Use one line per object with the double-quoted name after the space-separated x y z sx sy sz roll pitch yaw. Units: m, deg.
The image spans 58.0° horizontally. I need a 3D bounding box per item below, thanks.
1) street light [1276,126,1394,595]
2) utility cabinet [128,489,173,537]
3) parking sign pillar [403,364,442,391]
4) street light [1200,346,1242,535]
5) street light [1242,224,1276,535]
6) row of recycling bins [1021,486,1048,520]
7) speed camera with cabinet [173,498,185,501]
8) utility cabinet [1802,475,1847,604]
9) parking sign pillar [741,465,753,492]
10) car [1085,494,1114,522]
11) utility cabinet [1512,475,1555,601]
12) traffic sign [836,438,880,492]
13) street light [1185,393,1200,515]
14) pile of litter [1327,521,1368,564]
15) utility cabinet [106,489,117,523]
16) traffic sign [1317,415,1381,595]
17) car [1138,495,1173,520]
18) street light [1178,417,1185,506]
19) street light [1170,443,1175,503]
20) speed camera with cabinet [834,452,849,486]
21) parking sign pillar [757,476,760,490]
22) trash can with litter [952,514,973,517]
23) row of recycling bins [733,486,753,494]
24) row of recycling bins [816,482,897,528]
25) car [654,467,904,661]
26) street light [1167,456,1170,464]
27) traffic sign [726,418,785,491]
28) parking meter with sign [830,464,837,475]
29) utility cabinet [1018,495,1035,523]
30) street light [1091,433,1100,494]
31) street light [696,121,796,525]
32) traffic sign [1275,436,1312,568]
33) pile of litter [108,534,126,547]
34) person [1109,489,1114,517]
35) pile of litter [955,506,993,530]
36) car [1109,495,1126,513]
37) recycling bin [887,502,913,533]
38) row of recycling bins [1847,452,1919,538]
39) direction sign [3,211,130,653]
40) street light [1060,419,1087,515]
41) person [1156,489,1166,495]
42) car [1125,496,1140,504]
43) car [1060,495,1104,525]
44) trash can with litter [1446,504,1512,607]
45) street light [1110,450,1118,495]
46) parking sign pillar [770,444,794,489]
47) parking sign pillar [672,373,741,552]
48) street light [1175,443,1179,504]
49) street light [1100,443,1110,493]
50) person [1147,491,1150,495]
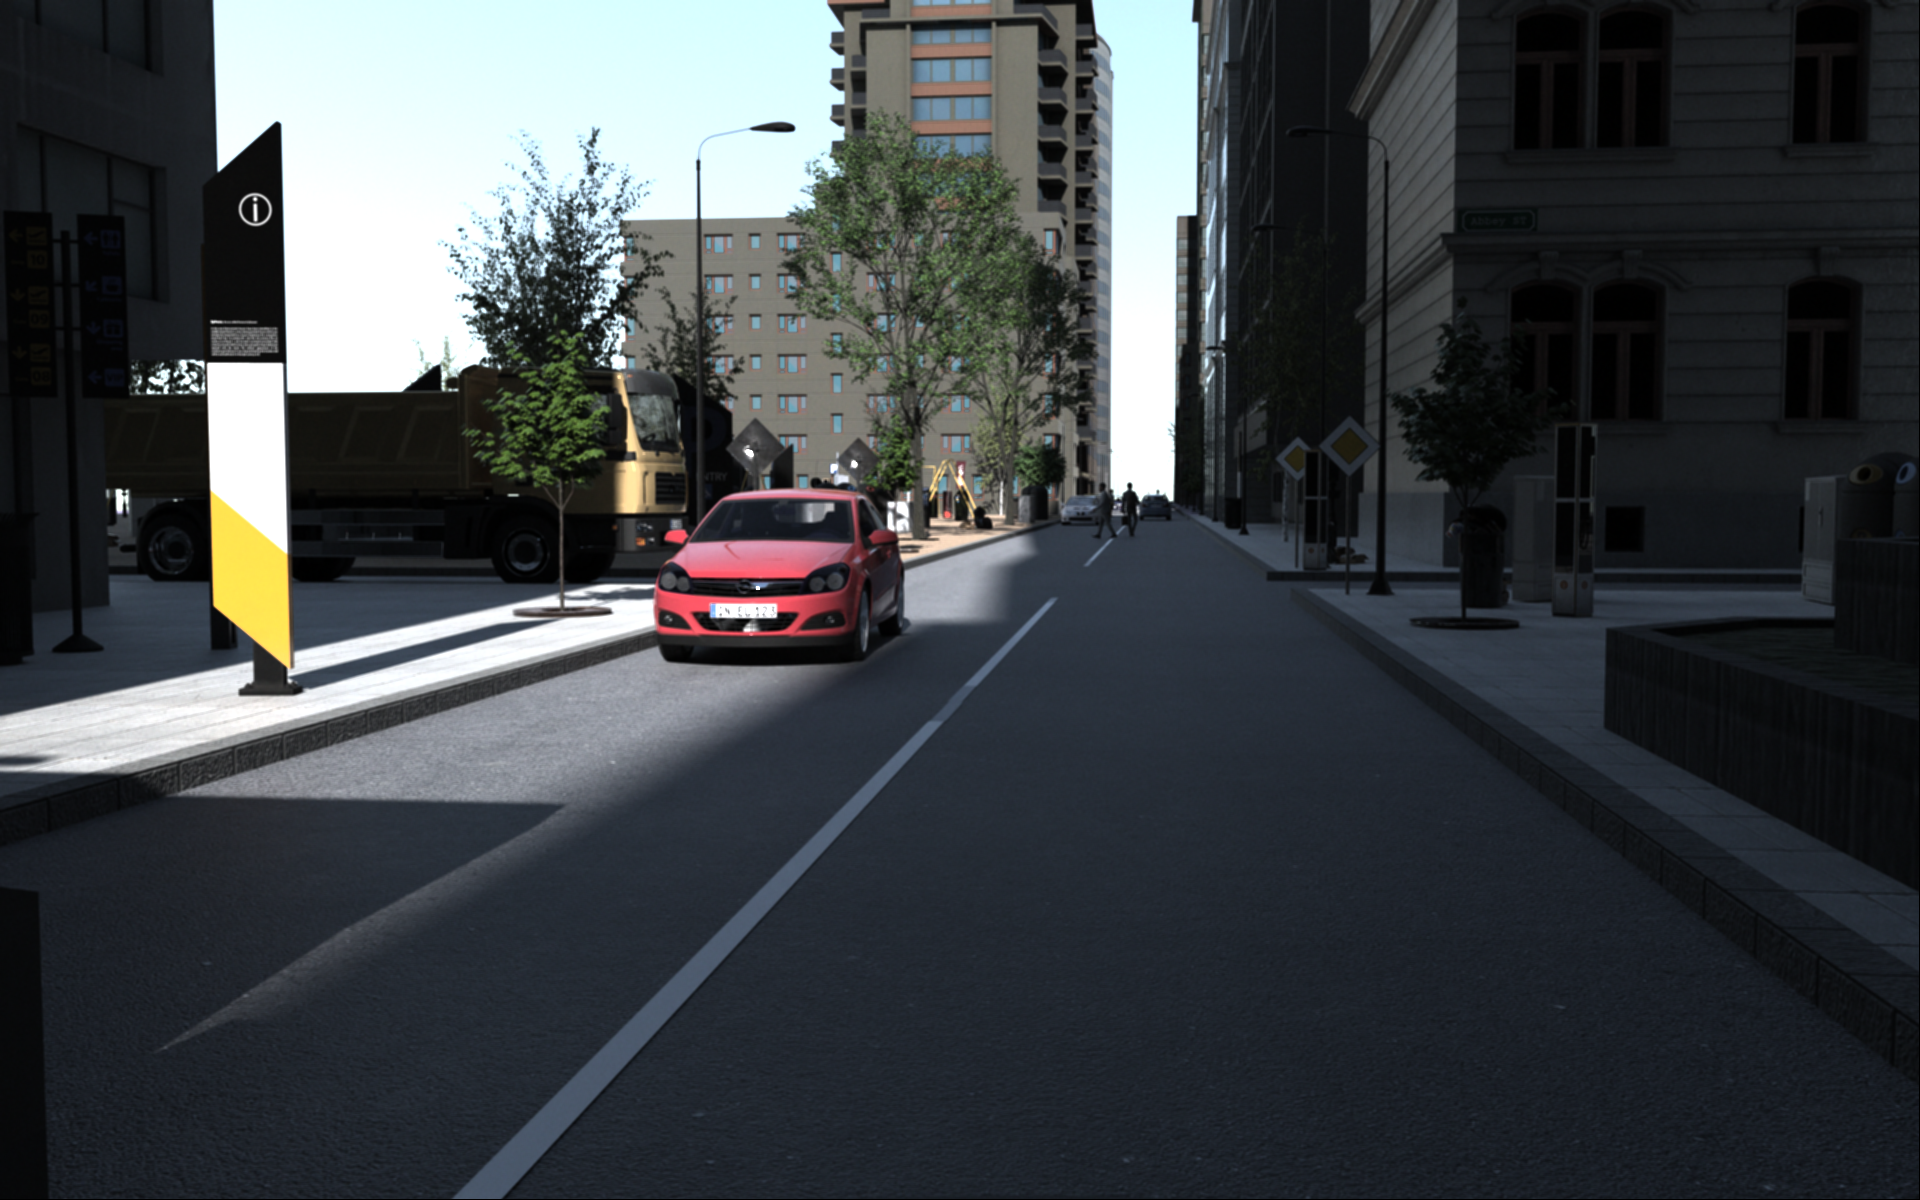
4.828 -3.025 21.996 1.470 5.913 1.316 0 4 6 "street light"
-24.179 -2.634 51.737 1.173 1.500 0.318 -3 5 -43 "utility cabinet"
-11.295 -2.883 35.607 1.447 3.967 1.447 2 4 35 "parking sign pillar"
8.410 -5.011 54.467 1.470 5.913 1.316 0 4 6 "street light"
5.709 -3.506 29.866 1.470 5.913 1.316 0 4 6 "street light"
3.709 -4.891 87.088 1.069 1.692 3.534 0 4 -7 "row of recycling bins"
-29.863 -4.463 67.302 2.038 3.252 0.660 1 4 21 "speed camera with cabinet"
10.238 -0.715 20.371 0.318 1.500 1.173 1 4 10 "utility cabinet"
-11.951 -6.312 91.668 1.447 3.967 1.447 -1 4 -20 "parking sign pillar"
6.996 -4.879 89.994 2.015 1.641 3.980 0 4 5 "car"
7.102 -0.744 20.848 1.173 1.500 0.318 -3 5 -43 "utility cabinet"
-1.811 -1.664 30.846 0.795 2.450 0.064 0 4 6 "traffic sign"
11.271 -6.575 80.038 1.470 5.913 1.316 0 4 6 "street light"
7.073 -1.126 32.369 1.176 0.858 1.719 2 4 32 "pile of litter"
-37.358 -4.126 76.140 0.318 1.500 1.173 -3 4 -38 "utility cabinet"
4.939 -1.125 22.033 0.795 2.450 0.064 0 4 6 "traffic sign"
10.793 -5.125 95.791 2.014 1.417 4.499 0 4 6 "car"
14.308 -8.168 106.085 1.470 5.913 1.316 0 4 6 "street light"
19.933 -11.227 156.106 1.470 5.913 1.316 0 4 6 "street light"
-5.373 -5.319 81.298 0.660 3.252 2.038 -1 4 -19 "speed camera with cabinet"
-12.068 -6.723 98.395 1.447 3.967 1.447 -1 4 -17 "parking sign pillar"
0.010 -5.293 97.598 1.678 1.210 2.233 2 4 32 "trash can with litter"
-11.785 -4.844 86.311 3.534 1.692 1.069 0 4 0 "row of recycling bins"
-3.785 -3.392 62.565 3.534 1.692 1.069 -3 5 -42 "row of recycling bins"
-1.591 -0.441 16.247 2.155 1.783 4.494 0 4 5 "car"
22.600 -12.732 180.710 1.470 5.913 1.316 0 4 6 "street light"
-2.704 -1.179 22.911 0.795 2.450 0.064 0 4 6 "traffic sign"
-6.959 -6.426 101.326 0.543 3.016 1.738 1 4 23 "parking meter with sign"
2.974 -4.043 77.257 0.306 1.237 1.020 -2 4 -27 "utility cabinet"
9.703 -9.734 131.684 1.470 5.913 1.316 0 4 6 "street light"
-2.746 -3.013 21.811 1.470 5.913 1.316 0 4 6 "street light"
5.833 -1.610 29.968 0.795 2.450 0.064 0 4 6 "traffic sign"
-21.082 -1.737 42.361 1.176 0.858 1.719 1 4 20 "pile of litter"
9.580 -6.071 108.556 0.721 1.735 1.217 0 4 6 "person"
0.493 -3.016 63.284 1.719 0.858 1.176 -2 4 -33 "pile of litter"
11.798 -7.374 133.142 1.945 1.354 3.894 0 4 8 "car"
-1.947 -2.711 56.874 0.722 1.027 0.722 1 4 14 "recycling bin"
9.118 -0.533 15.832 1.069 1.692 3.534 0 4 6 "row of recycling bins"
-7.218 -1.350 14.069 0.876 3.537 0.379 -1 4 -18 "direction sign"
6.908 -8.207 106.725 1.470 5.913 1.316 0 4 6 "street light"
12.421 -5.991 107.251 0.742 1.727 0.445 1 4 17 "person"
24.294 -14.173 244.090 2.083 1.381 4.827 0 4 8 "car"
5.769 -4.203 81.088 2.083 1.381 4.827 0 4 7 "car"
5.971 -0.517 19.841 0.624 1.170 1.055 2 4 26 "trash can with litter"
16.214 -13.263 189.392 1.470 5.913 1.316 0 4 6 "street light"
-9.509 -6.357 92.410 1.447 3.967 1.447 3 5 44 "parking sign pillar"
-5.710 -3.064 38.572 1.447 3.967 1.447 -1 4 -11 "parking sign pillar"
17.180 -9.688 130.944 1.470 5.913 1.316 0 4 6 "street light"
12.506 -11.237 156.273 1.470 5.913 1.316 0 4 6 "street light"
20.795 -11.071 190.237 0.721 1.736 1.217 2 4 23 "person"
